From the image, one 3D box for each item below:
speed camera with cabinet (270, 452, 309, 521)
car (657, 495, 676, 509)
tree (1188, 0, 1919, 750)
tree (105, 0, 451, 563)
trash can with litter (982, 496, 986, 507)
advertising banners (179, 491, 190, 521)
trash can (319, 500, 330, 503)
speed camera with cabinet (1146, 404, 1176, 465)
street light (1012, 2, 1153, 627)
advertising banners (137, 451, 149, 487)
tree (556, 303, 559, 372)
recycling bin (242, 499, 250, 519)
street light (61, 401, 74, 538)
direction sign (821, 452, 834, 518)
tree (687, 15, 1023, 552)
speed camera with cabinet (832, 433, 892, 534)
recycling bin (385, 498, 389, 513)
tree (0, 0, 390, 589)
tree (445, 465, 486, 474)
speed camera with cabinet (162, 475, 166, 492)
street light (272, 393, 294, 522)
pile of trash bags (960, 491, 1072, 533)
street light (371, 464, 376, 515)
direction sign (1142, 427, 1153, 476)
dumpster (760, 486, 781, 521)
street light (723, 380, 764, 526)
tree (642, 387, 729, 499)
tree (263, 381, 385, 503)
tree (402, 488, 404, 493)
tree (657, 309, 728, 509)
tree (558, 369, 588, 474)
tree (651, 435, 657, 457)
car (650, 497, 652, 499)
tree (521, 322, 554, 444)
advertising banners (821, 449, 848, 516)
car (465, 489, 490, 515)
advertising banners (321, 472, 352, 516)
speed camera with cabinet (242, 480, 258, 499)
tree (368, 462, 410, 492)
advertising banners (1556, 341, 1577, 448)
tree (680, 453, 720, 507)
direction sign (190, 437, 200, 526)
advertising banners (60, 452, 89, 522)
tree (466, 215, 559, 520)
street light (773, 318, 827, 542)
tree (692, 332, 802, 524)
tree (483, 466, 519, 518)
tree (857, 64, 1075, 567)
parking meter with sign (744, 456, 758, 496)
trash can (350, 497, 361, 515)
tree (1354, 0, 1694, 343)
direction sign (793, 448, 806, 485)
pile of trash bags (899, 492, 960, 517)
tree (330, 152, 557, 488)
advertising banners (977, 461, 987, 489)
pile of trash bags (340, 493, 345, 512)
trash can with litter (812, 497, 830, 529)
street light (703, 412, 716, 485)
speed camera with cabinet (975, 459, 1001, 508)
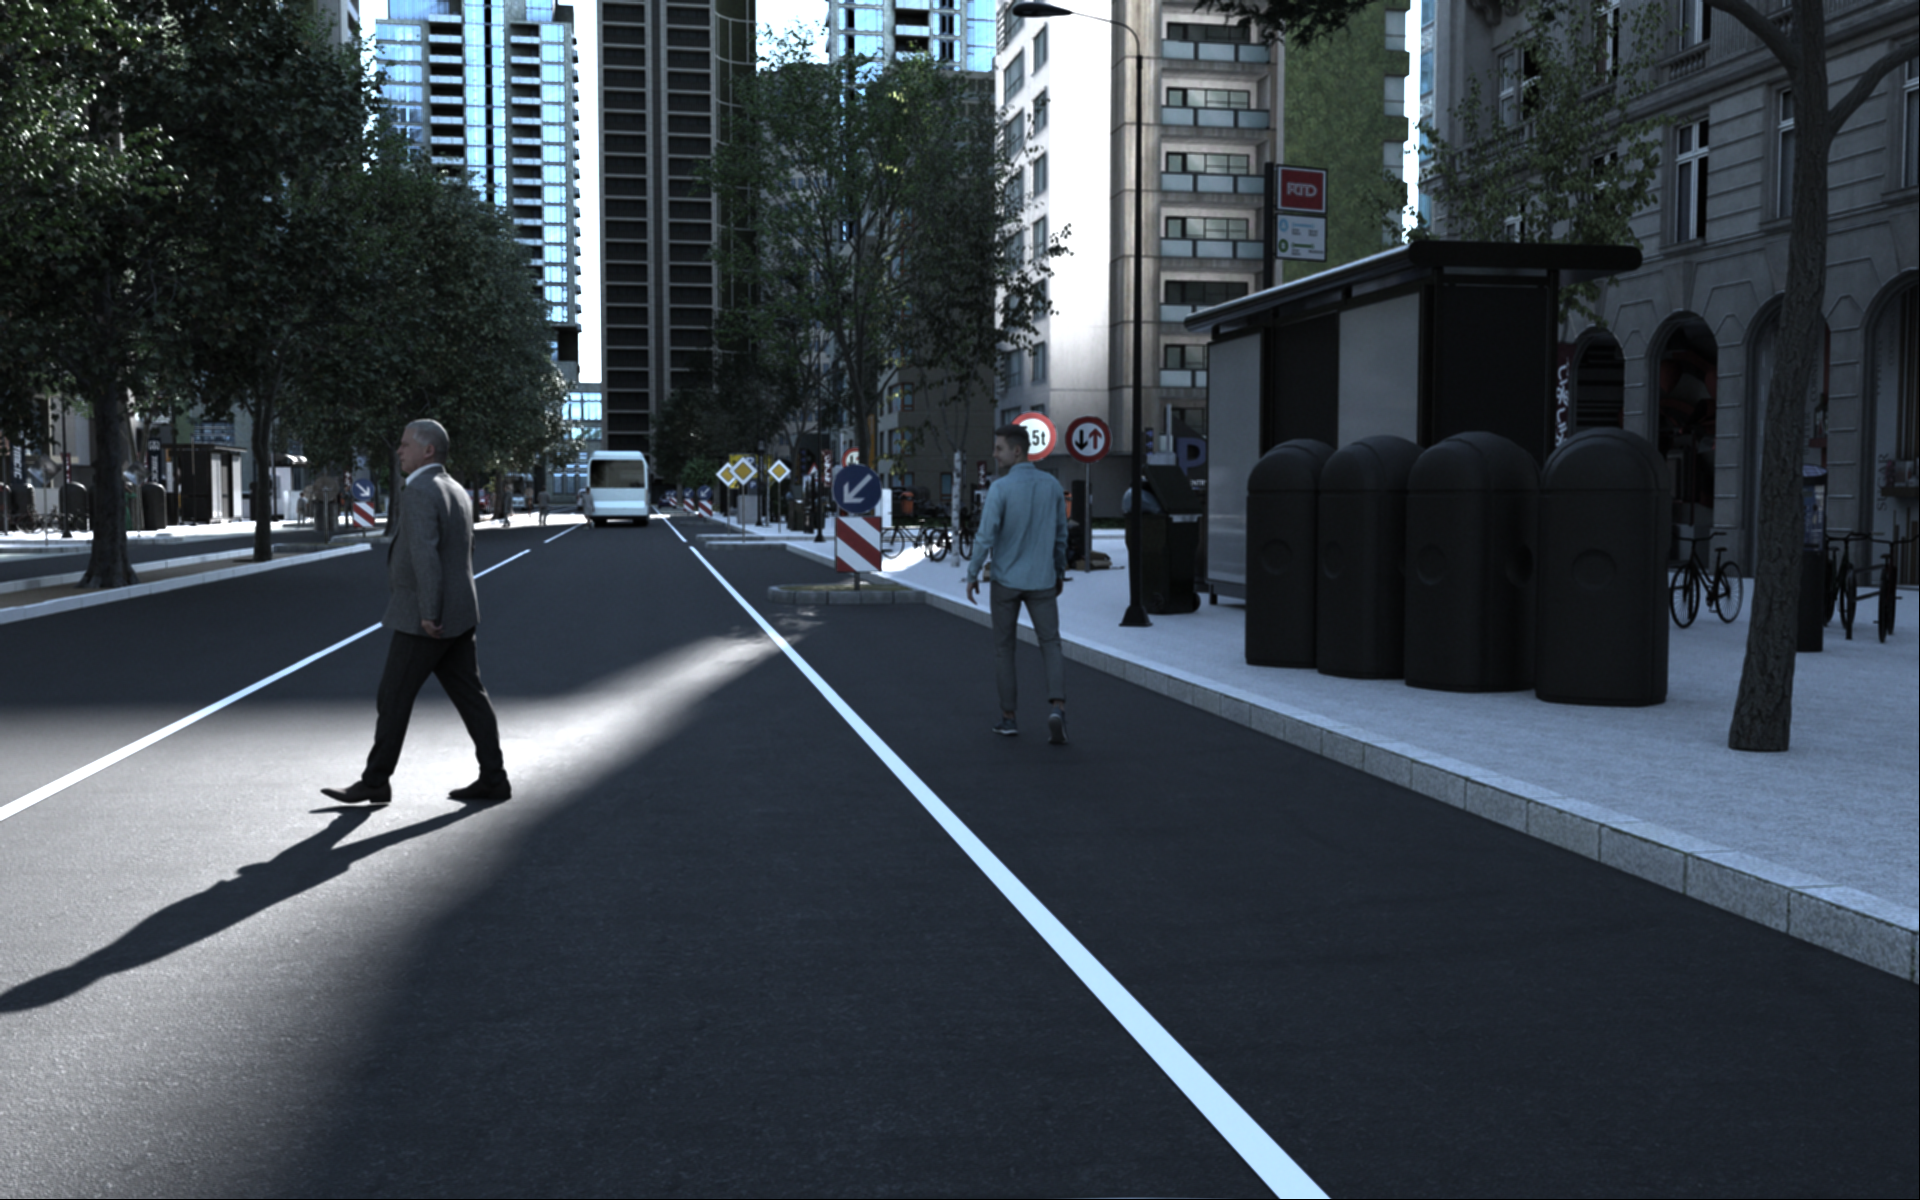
[{"bbox_3d":[-32.363,-5.426,83.047,0.660,3.252,2.038,3,5,42],"label":"speed camera with cabinet"},{"bbox_3d":[-28.117,-9.401,166.284,1.945,1.354,3.894,-1,4,-10],"label":"car"},{"bbox_3d":[4.339,-4.517,8.264,7.601,10.594,8.767,1,4,21],"label":"tree"},{"bbox_3d":[-14.577,-6.598,36.089,9.928,11.665,9.643,0,3,0],"label":"tree"},{"bbox_3d":[1.594,-4.370,82.832,1.055,1.170,0.624,2,4,30],"label":"trash can with litter"},{"bbox_3d":[-35.972,-5.257,82.136,2.074,3.025,0.090,-1,4,-17],"label":"advertising banners"},{"bbox_3d":[-36.071,-5.296,98.249,0.748,1.137,0.748,0,3,0],"label":"trash can"},{"bbox_3d":[4.435,-2.729,38.951,0.660,3.252,2.038,0,4,2],"label":"speed camera with cabinet"},{"bbox_3d":[1.181,-2.696,16.620,1.470,5.913,1.316,-1,4,-10],"label":"street light"},{"bbox_3d":[-34.217,-4.570,70.900,2.074,3.025,0.090,-1,4,-18],"label":"advertising banners"},{"bbox_3d":[-21.886,-10.153,75.115,9.857,13.997,8.962,0,3,0],"label":"tree"},{"bbox_3d":[-36.758,-4.711,89.575,0.722,1.027,0.722,-2,4,-26],"label":"recycling bin"},{"bbox_3d":[-25.344,-4.744,50.108,1.470,5.913,1.316,-1,4,-10],"label":"street light"},{"bbox_3d":[-7.282,-6.250,94.189,0.876,3.537,0.379,-1,4,-21],"label":"direction sign"},{"bbox_3d":[-2.223,-6.884,38.312,9.928,11.665,9.643,0,3,0],"label":"tree"},{"bbox_3d":[-3.183,-3.779,56.117,2.038,3.252,0.660,2,4,34],"label":"speed camera with cabinet"},{"bbox_3d":[-39.075,-6.516,119.094,0.722,1.027,0.722,-3,4,-36],"label":"recycling bin"},{"bbox_3d":[-13.051,-6.535,26.320,9.611,12.733,9.660,0,3,0],"label":"tree"},{"bbox_3d":[-47.714,-14.125,165.351,8.767,10.594,7.601,0,4,-1],"label":"tree"},{"bbox_3d":[-38.878,-5.405,82.703,0.660,3.252,2.038,3,4,39],"label":"speed camera with cabinet"},{"bbox_3d":[-30.606,-6.494,78.711,1.470,5.913,1.316,-1,4,-10],"label":"street light"},{"bbox_3d":[2.025,-2.844,56.251,3.447,1.369,1.912,-1,4,-17],"label":"pile of trash bags"},{"bbox_3d":[-35.895,-8.243,107.309,1.470,5.913,1.316,-1,4,-10],"label":"street light"},{"bbox_3d":[6.212,-4.089,58.854,0.876,3.537,0.379,-2,4,-34],"label":"direction sign"},{"bbox_3d":[-9.035,-4.654,81.845,1.264,1.857,1.865,-1,4,-10],"label":"dumpster"},{"bbox_3d":[-8.601,-5.920,69.335,1.470,5.913,1.316,-1,4,-10],"label":"street light"},{"bbox_3d":[-31.258,-17.895,199.243,9.857,13.997,8.962,0,3,0],"label":"tree"},{"bbox_3d":[-34.675,-9.835,95.217,7.601,10.594,8.767,0,4,-1],"label":"tree"},{"bbox_3d":[-42.616,-8.491,133.427,1.663,3.219,1.824,0,3,0],"label":"tree"},{"bbox_3d":[-6.135,-7.846,62.690,8.767,10.594,7.601,-1,4,-14],"label":"tree"},{"bbox_3d":[-25.383,-10.739,95.050,9.611,12.733,9.660,0,3,0],"label":"tree"},{"bbox_3d":[-16.174,-11.292,119.043,8.767,10.594,7.601,1,4,9],"label":"tree"},{"bbox_3d":[-31.331,-9.831,169.768,2.155,1.783,4.494,-1,4,-10],"label":"car"},{"bbox_3d":[-23.855,-9.611,85.347,9.928,11.665,9.643,0,3,0],"label":"tree"},{"bbox_3d":[-4.574,-4.397,68.074,2.074,3.025,0.090,-3,4,-36],"label":"advertising banners"},{"bbox_3d":[-34.463,-6.983,122.844,2.281,1.827,5.304,-1,4,-12],"label":"car"},{"bbox_3d":[-36.559,-6.429,101.297,2.074,3.025,0.090,-1,4,-9],"label":"advertising banners"},{"bbox_3d":[-44.771,-7.080,110.092,2.038,3.252,0.660,1,4,20],"label":"speed camera with cabinet"},{"bbox_3d":[-40.704,-8.609,124.474,4.285,4.588,4.351,0,3,0],"label":"tree"},{"bbox_3d":[6.350,-1.425,19.480,2.074,3.025,0.090,-3,5,-40],"label":"advertising banners"},{"bbox_3d":[-20.622,-9.487,138.833,4.285,4.588,4.351,0,3,0],"label":"tree"},{"bbox_3d":[-30.424,-4.694,68.748,0.379,3.537,0.876,-1,4,-21],"label":"direction sign"},{"bbox_3d":[-37.361,-4.736,73.622,0.090,3.025,2.074,1,4,19],"label":"advertising banners"},{"bbox_3d":[-18.232,-8.327,55.617,9.611,12.733,9.660,0,3,0],"label":"tree"},{"bbox_3d":[-4.275,-4.491,45.969,1.470,5.913,1.316,-1,4,-10],"label":"street light"},{"bbox_3d":[-8.284,-7.500,72.985,4.360,8.622,3.978,0,3,0],"label":"tree"},{"bbox_3d":[-28.181,-9.496,108.086,4.360,8.622,3.978,0,3,0],"label":"tree"},{"bbox_3d":[-0.049,-4.907,30.597,4.360,8.622,3.978,0,3,0],"label":"tree"},{"bbox_3d":[-9.478,-5.055,78.912,0.543,3.016,1.738,-1,4,-12],"label":"parking meter with sign"},{"bbox_3d":[-36.164,-5.624,103.613,0.748,1.137,0.748,0,3,0],"label":"trash can"},{"bbox_3d":[7.924,-4.497,23.893,4.737,8.622,4.395,0,3,0],"label":"tree"},{"bbox_3d":[-7.931,-5.708,85.318,0.379,3.537,0.876,3,5,41],"label":"direction sign"},{"bbox_3d":[-1.157,-3.664,69.654,3.447,1.369,1.912,3,5,44],"label":"pile of trash bags"},{"bbox_3d":[-20.229,-9.554,65.314,9.857,13.997,8.962,0,3,0],"label":"tree"},{"bbox_3d":[1.901,-5.788,90.819,2.074,3.025,0.090,0,4,-1],"label":"advertising banners"},{"bbox_3d":[-44.703,-6.880,122.242,1.912,1.369,3.447,3,4,37],"label":"pile of trash bags"},{"bbox_3d":[-5.296,-3.177,63.330,0.624,1.170,1.055,3,4,37],"label":"trash can with litter"},{"bbox_3d":[-13.812,-7.670,97.947,1.470,5.913,1.316,-1,4,-10],"label":"street light"},{"bbox_3d":[1.367,-5.560,85.235,0.660,3.252,2.038,-1,4,-22],"label":"speed camera with cabinet"}]
